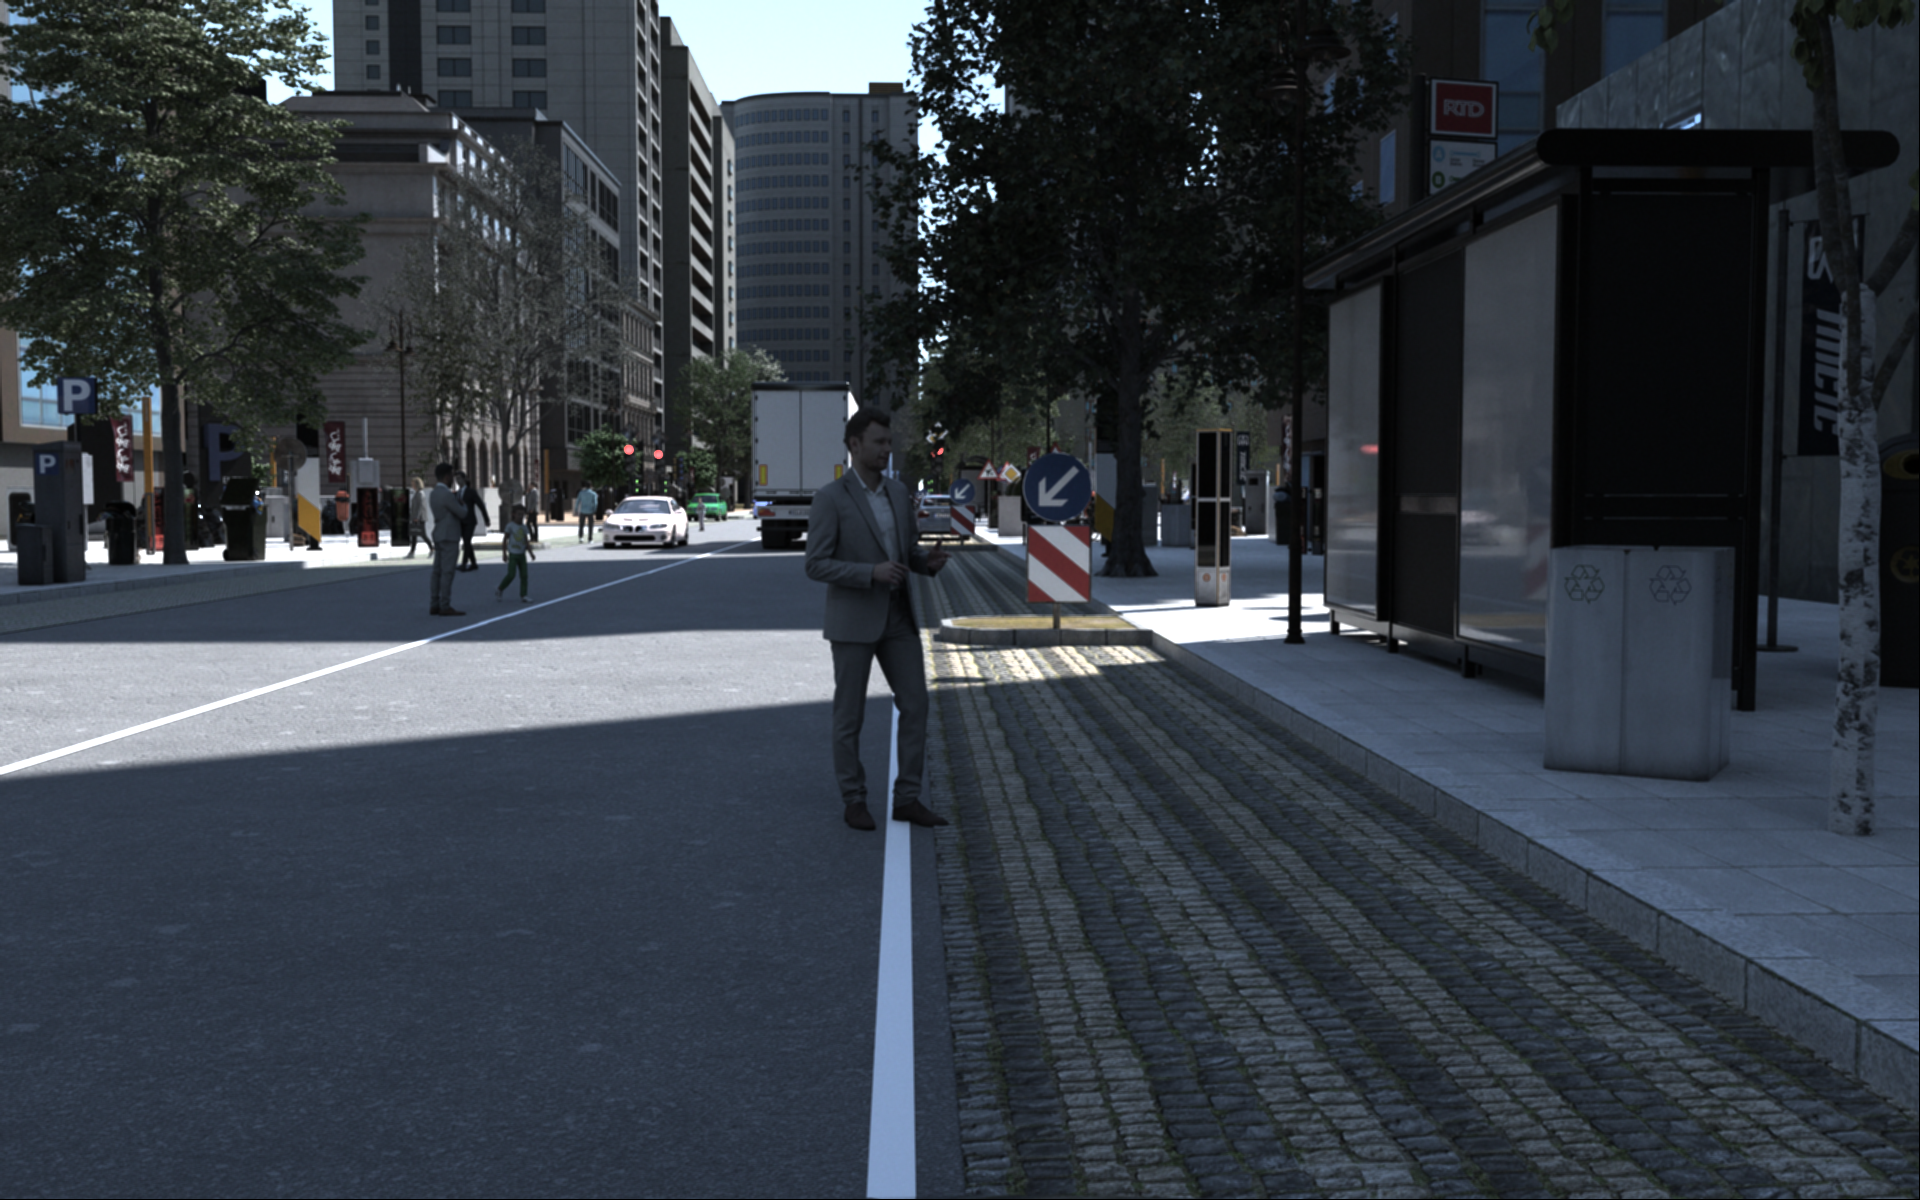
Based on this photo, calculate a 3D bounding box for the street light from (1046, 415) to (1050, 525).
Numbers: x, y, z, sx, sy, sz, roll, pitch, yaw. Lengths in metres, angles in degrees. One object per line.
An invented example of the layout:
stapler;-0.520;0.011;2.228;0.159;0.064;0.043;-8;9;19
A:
street light;2.067;-4.140;40.470;0.468;5.910;1.993;0;4;-2

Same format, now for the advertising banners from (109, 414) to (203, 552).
advertising banners;-17.911;-2.594;38.607;0.090;3.025;2.074;3;4;36

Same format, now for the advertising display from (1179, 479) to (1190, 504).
advertising display;9.853;-4.335;76.085;0.123;1.923;0.974;2;4;31

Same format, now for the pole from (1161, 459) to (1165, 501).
pole;11.651;-6.467;99.578;0.158;3.312;0.155;0;3;0

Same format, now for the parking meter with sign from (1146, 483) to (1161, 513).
parking meter with sign;13.104;-7.520;119.205;1.738;3.016;0.543;1;4;11

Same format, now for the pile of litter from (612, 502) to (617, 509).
pile of litter;-18.184;-4.828;92.894;1.176;0.858;1.719;-1;4;-22

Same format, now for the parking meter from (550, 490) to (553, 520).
parking meter;-20.166;-4.747;86.016;0.372;1.533;0.369;0;3;0

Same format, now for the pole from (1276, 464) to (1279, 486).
pole;21.387;-7.509;116.610;0.158;3.312;0.155;0;3;0

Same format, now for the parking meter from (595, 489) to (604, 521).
parking meter;-18.956;-5.061;91.159;0.372;1.533;0.369;0;3;0

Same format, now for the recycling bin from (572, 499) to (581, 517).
recycling bin;-21.593;-5.257;98.511;0.722;1.027;0.722;-2;4;-32

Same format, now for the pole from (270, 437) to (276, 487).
pole;-24.595;-4.172;62.053;0.158;3.312;0.155;0;3;0

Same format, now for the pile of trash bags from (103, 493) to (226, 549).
pile of trash bags;-18.652;-1.958;41.763;1.912;1.369;3.447;3;5;43

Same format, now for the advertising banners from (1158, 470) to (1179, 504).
advertising banners;15.330;-8.052;127.831;2.074;3.025;0.090;-3;5;-41

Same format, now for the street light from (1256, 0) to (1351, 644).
street light;2.879;-2.565;14.728;0.468;5.910;1.993;0;4;-2

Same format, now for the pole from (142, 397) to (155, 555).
pole;-17.110;-2.611;36.526;0.158;3.312;0.155;0;3;0

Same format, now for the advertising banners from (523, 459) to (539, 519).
advertising banners;-21.733;-5.590;87.590;0.090;3.025;2.074;-3;4;-39

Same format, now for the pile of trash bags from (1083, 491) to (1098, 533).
pile of trash bags;5.064;-2.957;58.106;1.912;1.369;3.447;-2;4;-26

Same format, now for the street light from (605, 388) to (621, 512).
street light;-14.965;-6.236;74.752;0.468;5.910;1.993;0;4;-2

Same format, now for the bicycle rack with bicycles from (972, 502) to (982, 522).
bicycle rack with bicycles;1.545;-4.090;80.259;2.852;0.926;2.925;0;4;-7

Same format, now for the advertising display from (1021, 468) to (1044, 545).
advertising display;1.835;-2.351;43.655;0.123;1.923;0.974;2;4;33

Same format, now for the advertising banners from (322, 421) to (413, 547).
advertising banners;-14.307;-2.795;41.887;2.074;3.025;0.090;-2;4;-25

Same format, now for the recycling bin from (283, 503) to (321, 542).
recycling bin;-17.731;-2.088;46.691;0.722;1.027;0.722;1;4;10

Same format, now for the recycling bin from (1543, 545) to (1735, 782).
recycling bin;3.202;0.269;8.158;0.722;1.027;0.722;2;4;32

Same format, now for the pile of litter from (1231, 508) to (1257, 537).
pile of litter;8.179;-2.369;52.698;1.176;0.858;1.719;-3;4;-37

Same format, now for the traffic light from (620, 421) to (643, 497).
traffic light;-12.656;-4.751;66.593;0.839;4.253;0.868;0;4;-2

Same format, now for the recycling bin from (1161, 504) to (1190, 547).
recycling bin;5.393;-1.817;42.255;0.722;1.027;0.722;-2;4;-26

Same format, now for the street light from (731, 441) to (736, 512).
street light;-16.568;-9.398;126.440;0.468;5.910;1.993;0;4;-2

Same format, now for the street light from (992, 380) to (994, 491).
street light;1.249;-5.711;66.159;0.468;5.910;1.993;0;4;-2

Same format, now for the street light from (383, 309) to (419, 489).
street light;-13.994;-4.326;43.526;0.468;5.910;1.993;0;4;-2

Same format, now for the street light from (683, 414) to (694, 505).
street light;-15.764;-7.826;100.751;0.468;5.910;1.993;0;4;-2

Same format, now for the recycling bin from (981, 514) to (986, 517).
recycling bin;1.221;-5.234;98.131;0.722;1.027;0.722;1;4;12

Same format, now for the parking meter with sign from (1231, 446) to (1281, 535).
parking meter with sign;9.379;-3.573;54.673;1.738;3.016;0.543;2;4;24

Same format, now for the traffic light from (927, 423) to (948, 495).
traffic light;-0.851;-4.775;66.987;0.839;4.253;0.868;0;4;-2

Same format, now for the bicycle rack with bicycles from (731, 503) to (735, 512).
bicycle rack with bicycles;-17.710;-6.729;123.405;2.925;0.926;2.852;0;4;3

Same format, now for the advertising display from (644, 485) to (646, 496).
advertising display;-23.422;-7.429;126.679;0.974;1.923;0.123;-1;4;-10

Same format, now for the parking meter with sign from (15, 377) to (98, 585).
parking meter with sign;-13.092;-1.762;25.076;0.543;3.016;1.738;0;4;-5

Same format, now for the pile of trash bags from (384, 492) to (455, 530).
pile of trash bags;-19.640;-3.208;62.199;3.447;1.369;1.912;-2;4;-31

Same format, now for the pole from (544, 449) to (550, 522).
pole;-18.876;-5.217;79.140;0.158;3.312;0.155;0;3;0

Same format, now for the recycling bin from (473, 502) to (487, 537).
recycling bin;-14.768;-2.439;52.439;0.722;1.027;0.722;-2;4;-30

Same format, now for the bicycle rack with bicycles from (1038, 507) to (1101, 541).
bicycle rack with bicycles;3.166;-2.071;47.241;2.925;0.926;2.852;-1;4;-15

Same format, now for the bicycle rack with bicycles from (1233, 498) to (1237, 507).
bicycle rack with bicycles;22.700;-8.311;149.265;2.852;0.926;2.925;0;4;1

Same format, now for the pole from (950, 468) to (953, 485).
pole;-0.627;-7.920;123.330;0.158;3.312;0.155;0;3;0

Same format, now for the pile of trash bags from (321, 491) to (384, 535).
pile of trash bags;-19.478;-2.767;54.995;1.912;1.369;3.447;-1;4;-16

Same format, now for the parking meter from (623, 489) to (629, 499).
parking meter;-21.292;-6.310;111.571;0.372;1.533;0.369;0;3;0

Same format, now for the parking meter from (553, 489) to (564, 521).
parking meter;-18.945;-4.502;82.019;0.372;1.533;0.369;0;3;0
